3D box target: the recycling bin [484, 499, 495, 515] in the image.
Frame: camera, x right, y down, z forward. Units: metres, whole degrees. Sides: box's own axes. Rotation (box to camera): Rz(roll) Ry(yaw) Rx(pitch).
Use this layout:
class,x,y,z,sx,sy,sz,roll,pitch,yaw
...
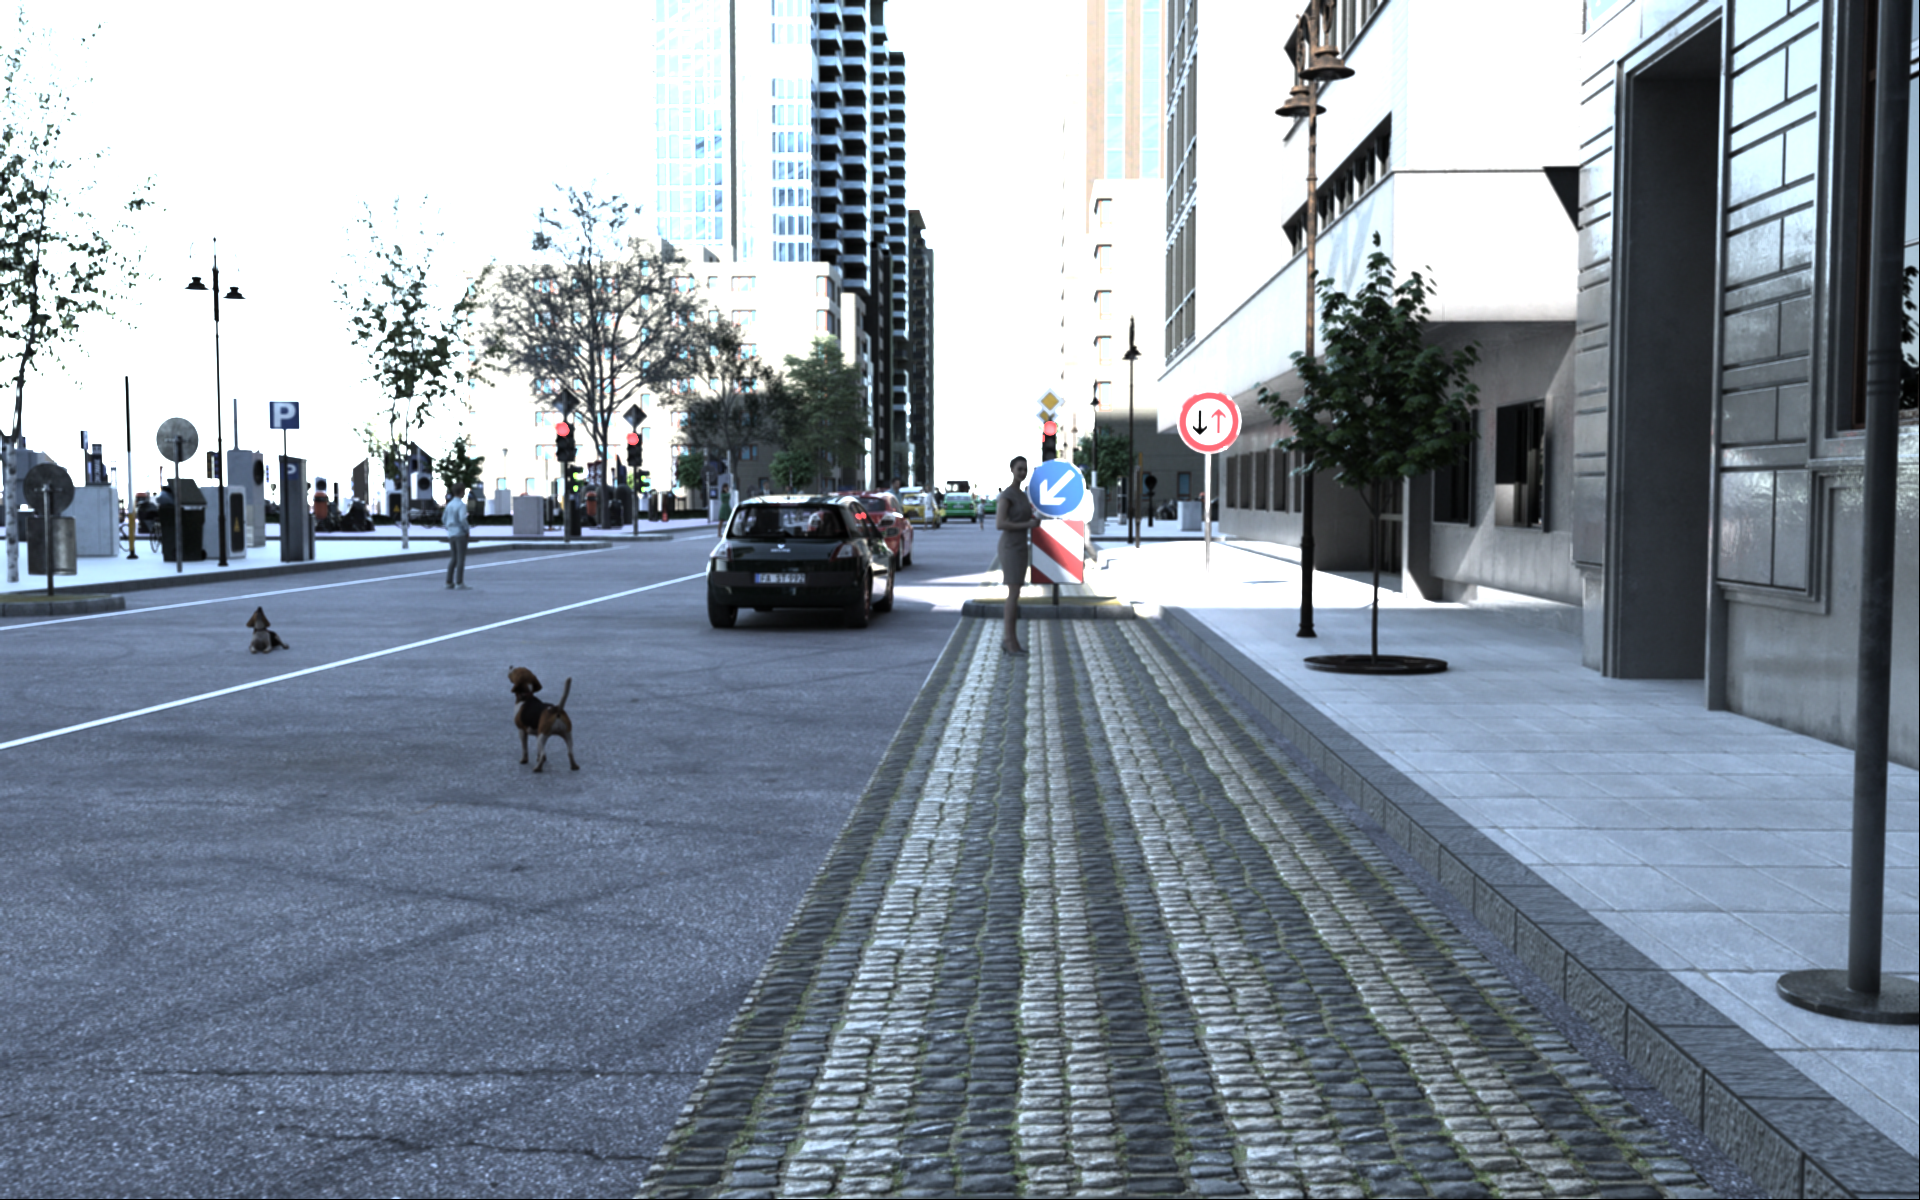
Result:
class,x,y,z,sx,sy,sz,roll,pitch,yaw
recycling bin,-23.040,-4.458,85.446,0.722,1.027,0.722,3,5,41

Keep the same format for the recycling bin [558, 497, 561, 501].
class,x,y,z,sx,sy,sz,roll,pitch,yaw
recycling bin,-29.490,-7.102,128.669,0.722,1.027,0.722,-2,4,-26

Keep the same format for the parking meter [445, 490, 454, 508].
class,x,y,z,sx,sy,sz,roll,pitch,yaw
parking meter,-18.334,-3.299,62.348,0.372,1.533,0.369,0,3,0

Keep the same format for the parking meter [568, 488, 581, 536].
class,x,y,z,sx,sy,sz,roll,pitch,yaw
parking meter,-11.760,-2.720,52.880,0.372,1.533,0.369,0,3,0

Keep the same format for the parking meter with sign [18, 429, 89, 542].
class,x,y,z,sx,sy,sz,roll,pitch,yaw
parking meter with sign,-24.490,-3.088,46.750,1.738,3.016,0.543,-1,4,-11

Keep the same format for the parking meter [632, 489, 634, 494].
class,x,y,z,sx,sy,sz,roll,pitch,yaw
parking meter,-17.242,-5.087,91.585,0.372,1.533,0.369,0,3,0

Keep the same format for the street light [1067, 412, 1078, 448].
class,x,y,z,sx,sy,sz,roll,pitch,yaw
street light,6.479,-7.668,98.165,0.468,5.910,1.993,0,4,2

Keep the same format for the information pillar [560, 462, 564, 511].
class,x,y,z,sx,sy,sz,roll,pitch,yaw
information pillar,-21.043,-6.162,92.099,0.504,3.616,0.183,2,4,35

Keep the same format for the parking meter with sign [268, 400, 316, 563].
class,x,y,z,sx,sy,sz,roll,pitch,yaw
parking meter with sign,-12.725,-2.255,33.130,0.543,3.016,1.738,-1,4,-10

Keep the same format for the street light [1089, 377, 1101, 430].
class,x,y,z,sx,sy,sz,roll,pitch,yaw
street light,5.300,-5.837,68.223,0.468,5.910,1.993,0,4,2

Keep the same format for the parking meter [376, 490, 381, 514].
class,x,y,z,sx,sy,sz,roll,pitch,yaw
parking meter,-34.143,-5.715,101.857,0.372,1.533,0.369,0,3,0

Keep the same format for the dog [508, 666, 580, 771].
class,x,y,z,sx,sy,sz,roll,pitch,yaw
dog,-2.203,0.623,9.098,0.540,0.507,0.406,1,4,13

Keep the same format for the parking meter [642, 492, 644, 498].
class,x,y,z,sx,sy,sz,roll,pitch,yaw
parking meter,-20.262,-6.305,111.504,0.372,1.533,0.369,0,3,0

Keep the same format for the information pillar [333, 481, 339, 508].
class,x,y,z,sx,sy,sz,roll,pitch,yaw
information pillar,-36.352,-5.898,100.924,0.304,2.012,0.304,-1,4,-12

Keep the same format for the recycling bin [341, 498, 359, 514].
class,x,y,z,sx,sy,sz,roll,pitch,yaw
recycling bin,-39.676,-6.140,112.945,0.722,1.027,0.722,0,4,6

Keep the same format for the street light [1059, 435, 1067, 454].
class,x,y,z,sx,sy,sz,roll,pitch,yaw
street light,7.730,-9.465,127.543,0.468,5.910,1.993,0,4,2

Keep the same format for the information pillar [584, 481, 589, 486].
class,x,y,z,sx,sy,sz,roll,pitch,yaw
information pillar,-20.764,-5.631,96.562,0.304,2.012,0.304,1,4,15

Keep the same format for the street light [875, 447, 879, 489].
class,x,y,z,sx,sy,sz,roll,pitch,yaw
street light,-7.732,-11.548,161.592,0.468,5.910,1.993,0,4,2

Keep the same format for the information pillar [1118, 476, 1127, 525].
class,x,y,z,sx,sy,sz,roll,pitch,yaw
information pillar,6.781,-4.147,72.292,0.304,2.012,0.304,-1,4,-21

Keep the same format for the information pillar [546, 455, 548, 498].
class,x,y,z,sx,sy,sz,roll,pitch,yaw
information pillar,-24.648,-6.851,103.375,0.183,3.616,0.504,-1,4,-10

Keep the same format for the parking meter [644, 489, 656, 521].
class,x,y,z,sx,sy,sz,roll,pitch,yaw
parking meter,-14.666,-4.535,82.555,0.372,1.533,0.369,0,3,0

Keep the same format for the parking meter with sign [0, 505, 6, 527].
class,x,y,z,sx,sy,sz,roll,pitch,yaw
parking meter with sign,-37.918,-4.353,67.427,0.543,3.016,1.738,1,4,9

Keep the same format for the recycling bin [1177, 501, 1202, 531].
class,x,y,z,sx,sy,sz,roll,pitch,yaw
recycling bin,7.978,-2.912,60.162,0.722,1.027,0.722,0,4,-5

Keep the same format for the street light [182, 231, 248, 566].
class,x,y,z,sx,sy,sz,roll,pitch,yaw
street light,-13.135,-3.542,30.694,0.468,5.910,1.993,0,4,2

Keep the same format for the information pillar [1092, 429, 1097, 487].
class,x,y,z,sx,sy,sz,roll,pitch,yaw
information pillar,4.849,-4.352,62.506,0.183,3.616,0.504,0,4,-8

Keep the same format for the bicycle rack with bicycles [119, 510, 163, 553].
class,x,y,z,sx,sy,sz,roll,pitch,yaw
bicycle rack with bicycles,-18.047,-1.528,38.372,2.852,0.926,2.925,0,4,-3

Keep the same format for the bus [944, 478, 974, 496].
class,x,y,z,sx,sy,sz,roll,pitch,yaw
bus,-0.020,-12.057,191.984,2.948,3.499,13.247,0,4,3

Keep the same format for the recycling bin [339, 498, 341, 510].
class,x,y,z,sx,sy,sz,roll,pitch,yaw
recycling bin,-42.179,-6.503,118.877,0.722,1.027,0.722,3,4,38

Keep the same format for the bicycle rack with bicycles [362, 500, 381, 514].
class,x,y,z,sx,sy,sz,roll,pitch,yaw
bicycle rack with bicycles,-32.908,-5.140,97.428,2.852,0.926,2.925,0,4,-5

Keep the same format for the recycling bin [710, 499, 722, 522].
class,x,y,z,sx,sy,sz,roll,pitch,yaw
recycling bin,-11.342,-4.209,81.369,0.722,1.027,0.722,-1,4,-19

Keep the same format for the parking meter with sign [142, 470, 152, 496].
class,x,y,z,sx,sy,sz,roll,pitch,yaw
parking meter with sign,-59.426,-7.985,126.810,0.543,3.016,1.738,-1,4,-18

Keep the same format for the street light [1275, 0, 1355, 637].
class,x,y,z,sx,sy,sz,roll,pitch,yaw
street light,3.116,-2.606,15.396,0.468,5.910,1.993,0,4,2

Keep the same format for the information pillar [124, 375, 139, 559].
class,x,y,z,sx,sy,sz,roll,pitch,yaw
information pillar,-16.453,-2.630,34.351,0.183,3.616,0.504,-1,4,-19

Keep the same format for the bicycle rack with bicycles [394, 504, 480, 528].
class,x,y,z,sx,sy,sz,roll,pitch,yaw
bicycle rack with bicycles,-19.579,-3.196,65.642,2.925,0.926,2.852,1,4,8

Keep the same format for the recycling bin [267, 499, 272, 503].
class,x,y,z,sx,sy,sz,roll,pitch,yaw
recycling bin,-38.710,-5.120,96.259,0.722,1.027,0.722,-3,4,-36

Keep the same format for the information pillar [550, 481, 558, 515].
class,x,y,z,sx,sy,sz,roll,pitch,yaw
information pillar,-22.265,-5.541,95.082,0.304,2.012,0.304,1,4,23

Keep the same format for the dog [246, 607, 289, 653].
class,x,y,z,sx,sy,sz,roll,pitch,yaw
dog,-6.332,0.260,15.948,0.550,0.427,0.748,2,4,29

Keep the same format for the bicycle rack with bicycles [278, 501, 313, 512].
class,x,y,z,sx,sy,sz,roll,pitch,yaw
bicycle rack with bicycles,-47.375,-6.673,122.491,2.925,0.926,2.852,0,4,0

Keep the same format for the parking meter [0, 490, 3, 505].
class,x,y,z,sx,sy,sz,roll,pitch,yaw
parking meter,-55.314,-5.606,100.069,0.372,1.533,0.369,0,3,0

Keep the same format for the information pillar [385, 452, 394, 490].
class,x,y,z,sx,sy,sz,roll,pitch,yaw
information pillar,-29.992,-6.102,91.116,0.504,3.616,0.183,1,4,8

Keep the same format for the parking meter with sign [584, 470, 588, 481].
class,x,y,z,sx,sy,sz,roll,pitch,yaw
parking meter with sign,-25.961,-7.800,123.789,1.738,3.016,0.543,-3,5,-43

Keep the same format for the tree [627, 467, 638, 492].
class,x,y,z,sx,sy,sz,roll,pitch,yaw
tree,-23.363,-7.894,123.673,1.663,3.219,1.824,0,3,0

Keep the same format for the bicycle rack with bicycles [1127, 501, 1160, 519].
class,x,y,z,sx,sy,sz,roll,pitch,yaw
bicycle rack with bicycles,9.124,-4.601,88.604,2.852,0.926,2.925,2,4,30

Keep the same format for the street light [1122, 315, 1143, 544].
class,x,y,z,sx,sy,sz,roll,pitch,yaw
street light,4.423,-4.401,44.739,0.468,5.910,1.993,0,4,2

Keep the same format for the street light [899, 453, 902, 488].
class,x,y,z,sx,sy,sz,roll,pitch,yaw
street light,-6.542,-13.362,191.260,0.468,5.910,1.993,0,4,2

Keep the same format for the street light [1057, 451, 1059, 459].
class,x,y,z,sx,sy,sz,roll,pitch,yaw
street light,8.429,-10.506,144.563,0.468,5.910,1.993,0,4,2

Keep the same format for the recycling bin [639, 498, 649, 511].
class,x,y,z,sx,sy,sz,roll,pitch,yaw
recycling bin,-18.520,-5.444,101.562,0.722,1.027,0.722,-3,5,-40

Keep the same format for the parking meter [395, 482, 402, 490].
class,x,y,z,sx,sy,sz,roll,pitch,yaw
parking meter,-24.845,-4.352,76.863,0.399,1.863,0.255,-1,4,-21

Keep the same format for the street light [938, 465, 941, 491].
class,x,y,z,sx,sy,sz,roll,pitch,yaw
street light,-3.189,-18.315,272.242,0.468,5.910,1.993,0,4,2

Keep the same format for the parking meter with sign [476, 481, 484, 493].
class,x,y,z,sx,sy,sz,roll,pitch,yaw
parking meter with sign,-28.456,-6.482,102.247,0.543,3.016,1.738,-3,5,-41

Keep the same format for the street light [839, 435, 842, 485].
class,x,y,z,sx,sy,sz,roll,pitch,yaw
street light,-9.027,-9.686,131.156,0.468,5.910,1.993,0,4,2
